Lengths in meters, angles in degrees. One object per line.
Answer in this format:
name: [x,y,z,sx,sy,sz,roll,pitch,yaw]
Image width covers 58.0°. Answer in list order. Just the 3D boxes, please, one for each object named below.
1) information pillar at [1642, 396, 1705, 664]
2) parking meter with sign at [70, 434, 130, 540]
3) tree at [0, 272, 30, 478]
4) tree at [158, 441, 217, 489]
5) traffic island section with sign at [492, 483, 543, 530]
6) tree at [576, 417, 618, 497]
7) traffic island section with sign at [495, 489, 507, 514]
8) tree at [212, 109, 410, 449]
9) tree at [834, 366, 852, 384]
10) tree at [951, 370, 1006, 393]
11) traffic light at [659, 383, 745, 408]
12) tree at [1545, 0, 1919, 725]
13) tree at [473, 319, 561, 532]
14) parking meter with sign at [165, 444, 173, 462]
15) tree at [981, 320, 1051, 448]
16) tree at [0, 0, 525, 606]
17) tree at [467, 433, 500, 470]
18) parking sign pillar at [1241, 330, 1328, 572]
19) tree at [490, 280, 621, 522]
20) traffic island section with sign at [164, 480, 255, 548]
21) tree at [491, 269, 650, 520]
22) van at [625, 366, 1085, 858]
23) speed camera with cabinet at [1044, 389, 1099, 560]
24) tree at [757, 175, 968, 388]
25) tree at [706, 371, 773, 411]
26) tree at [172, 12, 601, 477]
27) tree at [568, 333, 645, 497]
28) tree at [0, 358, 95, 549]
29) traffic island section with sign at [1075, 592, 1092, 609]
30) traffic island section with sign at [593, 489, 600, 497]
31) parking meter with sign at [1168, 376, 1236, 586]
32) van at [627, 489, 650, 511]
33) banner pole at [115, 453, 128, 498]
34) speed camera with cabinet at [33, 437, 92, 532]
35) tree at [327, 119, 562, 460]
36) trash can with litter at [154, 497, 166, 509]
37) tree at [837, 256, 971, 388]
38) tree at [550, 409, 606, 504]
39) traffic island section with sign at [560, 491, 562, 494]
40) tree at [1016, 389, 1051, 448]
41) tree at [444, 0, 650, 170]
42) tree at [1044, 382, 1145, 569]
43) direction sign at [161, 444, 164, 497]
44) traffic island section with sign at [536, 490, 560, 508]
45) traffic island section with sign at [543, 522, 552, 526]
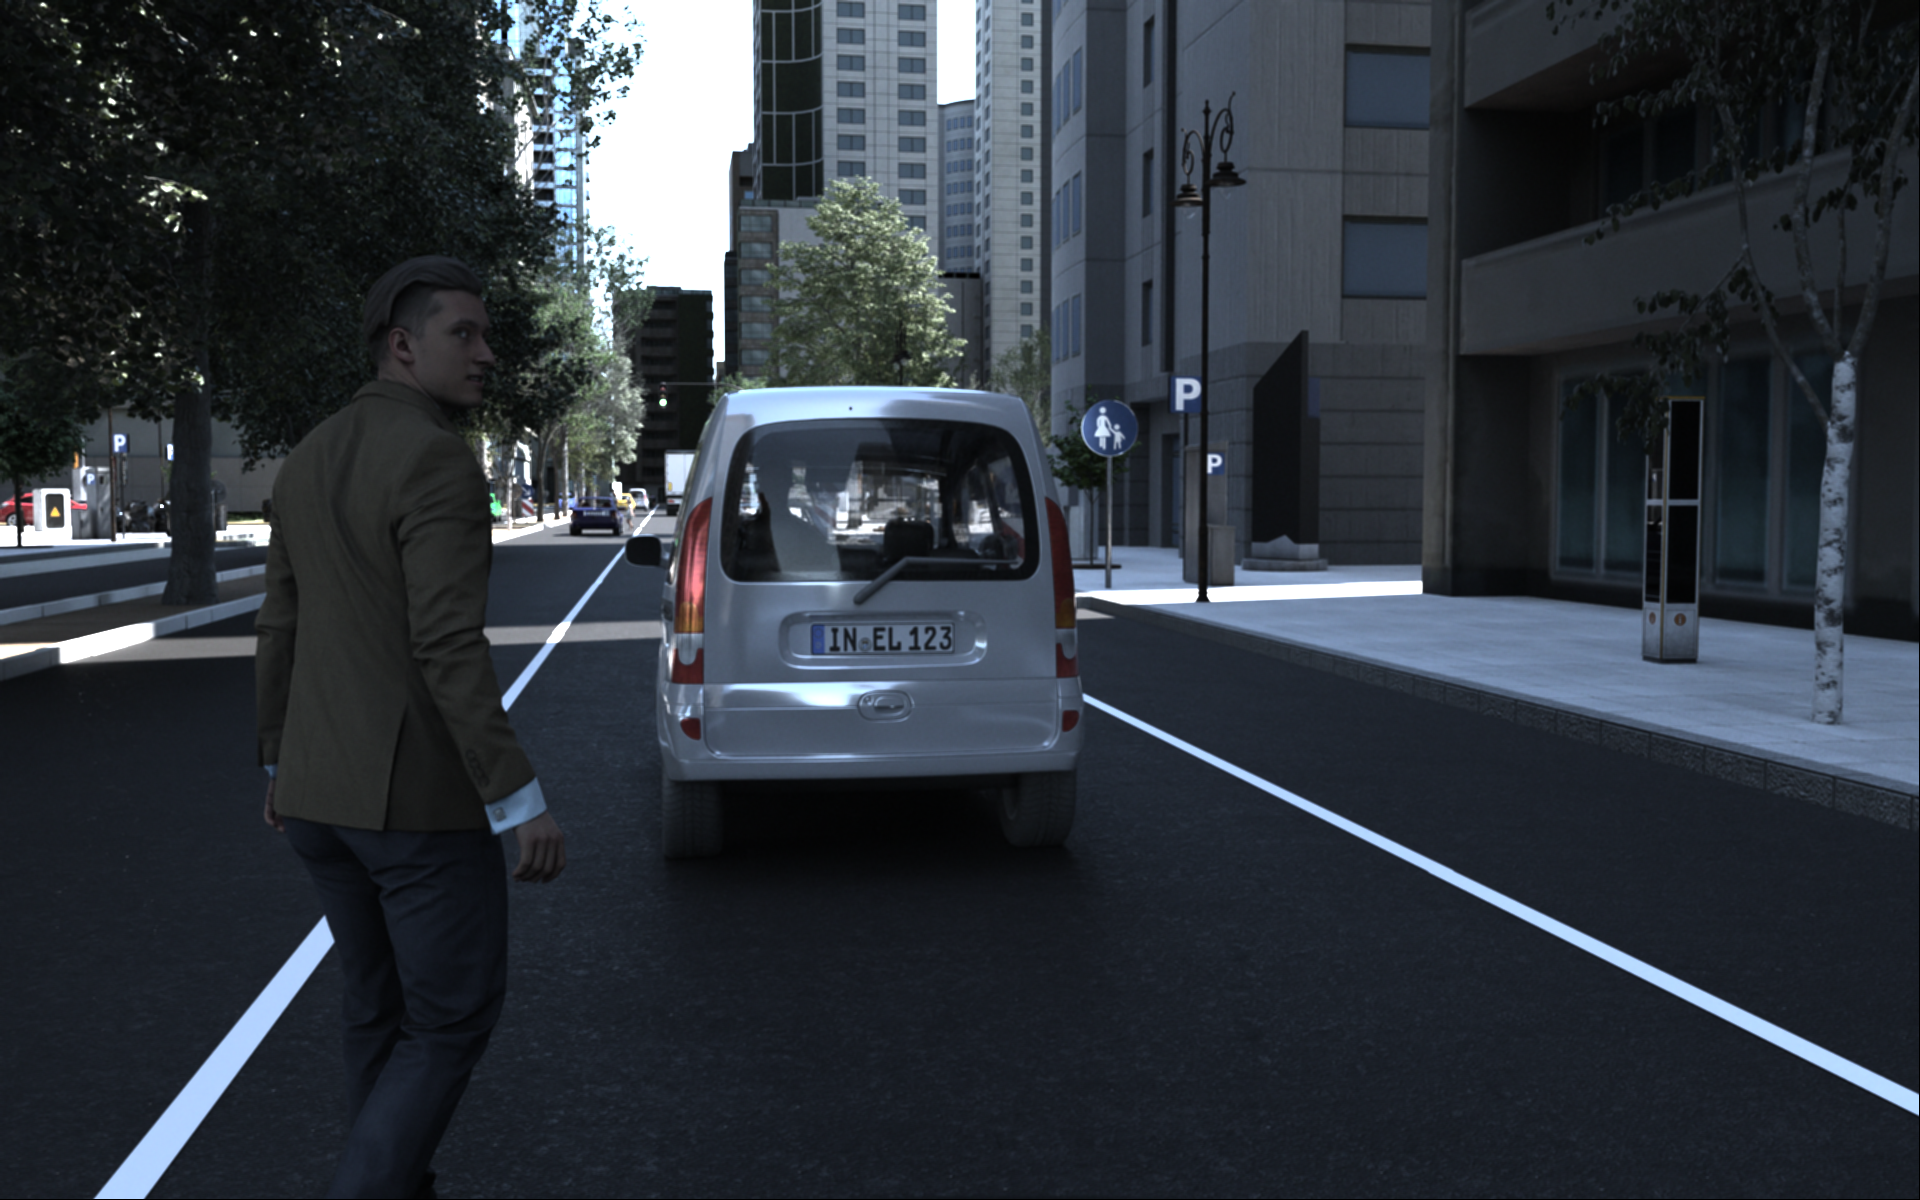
information pillar: [5.418,-0.531,13.167,0.304,2.012,0.304,0,4,-6]
parking meter with sign: [-24.489,-3.243,49.285,0.543,3.016,1.738,1,4,19]
tree: [-21.058,-5.270,36.535,4.737,8.622,4.395,0,3,0]
tree: [-24.705,-3.700,55.099,1.663,3.219,1.824,0,3,0]
traffic island section with sign: [-18.120,-3.796,70.203,2.006,1.907,1.989,-1,4,-10]
tree: [-30.506,-11.713,144.330,4.360,8.622,3.978,0,3,0]
traffic island section with sign: [-33.920,-7.284,127.715,1.989,1.847,2.006,-1,4,-10]
tree: [-11.274,-4.694,29.560,4.737,8.622,4.395,0,3,0]
tree: [-5.690,-8.729,93.077,4.360,8.622,3.978,0,3,0]
tree: [0.295,-9.390,103.892,4.360,8.622,3.978,0,3,0]
traffic light: [-9.914,-5.897,71.089,4.771,5.953,1.251,-1,4,-10]
tree: [4.982,-3.626,9.649,4.360,8.622,3.978,0,3,0]
tree: [-17.170,-6.907,65.743,4.360,8.622,3.978,0,3,0]
parking meter with sign: [-26.881,-3.949,60.830,1.738,3.016,0.543,0,4,-6]
tree: [3.703,-9.693,92.887,7.601,10.594,8.767,1,4,17]
tree: [-9.993,-6.912,22.126,9.857,13.997,8.962,0,3,0]
tree: [-39.902,-11.778,142.940,4.737,8.622,4.395,0,3,0]
parking sign pillar: [5.495,-2.492,29.220,1.447,3.967,1.447,-2,4,-27]
tree: [-19.995,-9.441,82.573,9.928,11.665,9.643,0,3,0]
traffic island section with sign: [-20.226,-2.336,46.821,1.989,1.847,2.006,-1,4,-10]
tree: [-21.920,-11.075,93.905,12.009,13.543,11.850,0,3,0]
van: [-0.596,-0.078,8.280,2.013,2.044,4.112,-1,4,-9]
speed camera with cabinet: [2.133,-2.393,33.457,0.660,3.252,2.038,1,4,20]
tree: [-3.452,-8.816,62.273,7.486,12.596,7.792,0,3,0]
tree: [-17.505,-13.450,145.670,9.928,11.665,9.643,0,3,0]
tree: [-12.890,-7.243,37.891,9.611,12.733,9.660,0,3,0]
tree: [-29.424,-13.941,137.053,9.857,13.997,8.962,0,3,0]
tree: [-22.599,-3.529,41.418,4.285,4.588,4.351,0,3,0]
traffic island section with sign: [0.518,-0.844,22.435,1.989,1.847,2.006,-1,4,-10]
traffic island section with sign: [-31.906,-8.774,151.594,2.006,1.907,1.989,-1,4,-10]
parking meter with sign: [3.509,-1.748,24.838,0.543,3.016,1.738,-1,4,-11]
van: [-27.088,-8.479,145.650,2.013,2.044,4.112,0,4,-8]
banner pole: [-37.640,-5.362,77.681,0.863,3.779,0.401,1,4,21]
speed camera with cabinet: [-30.379,-3.948,58.884,0.660,3.252,2.038,2,4,35]
tree: [-14.639,-7.692,46.355,7.486,12.596,7.792,0,3,0]
trash can with litter: [-28.219,-3.089,61.890,0.624,1.170,1.055,1,4,13]
tree: [-1.912,-6.294,53.267,4.737,8.622,4.395,0,3,0]
tree: [-26.051,-10.068,117.430,4.737,8.622,4.395,0,3,0]
traffic island section with sign: [-46.927,-11.979,204.490,1.989,1.847,2.006,-1,4,-10]
tree: [4.614,-10.078,115.141,4.360,8.622,3.978,0,3,0]
tree: [-16.980,-12.134,56.732,12.611,20.169,13.585,0,3,0]
tree: [2.268,-2.171,30.105,1.663,3.219,1.824,0,3,0]
direction sign: [-36.094,-5.285,78.403,0.379,3.537,0.876,-1,4,-22]
traffic island section with sign: [-42.293,-10.310,177.188,1.989,1.847,2.006,-1,4,-10]
traffic island section with sign: [-19.348,-4.243,77.508,2.006,1.907,1.989,-1,4,-10]
